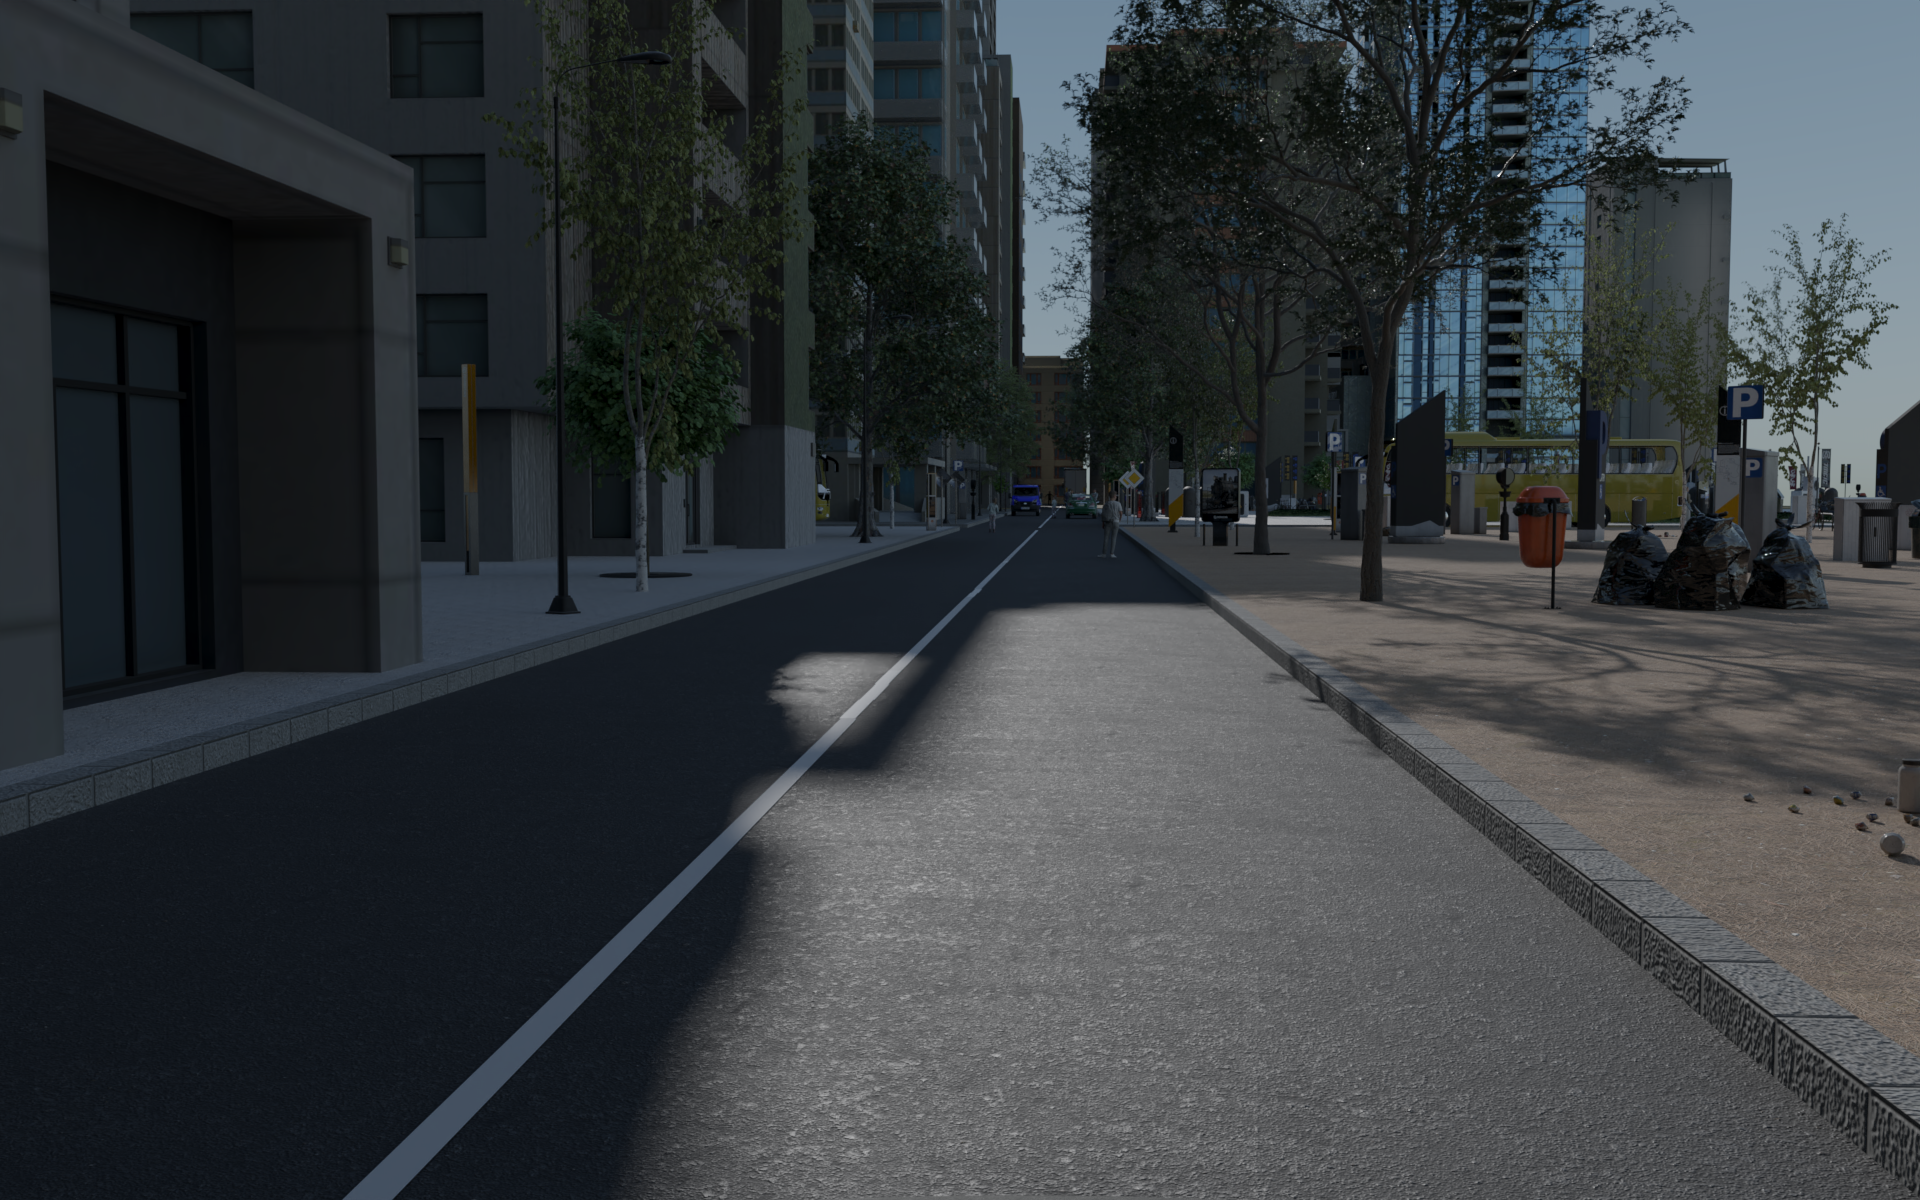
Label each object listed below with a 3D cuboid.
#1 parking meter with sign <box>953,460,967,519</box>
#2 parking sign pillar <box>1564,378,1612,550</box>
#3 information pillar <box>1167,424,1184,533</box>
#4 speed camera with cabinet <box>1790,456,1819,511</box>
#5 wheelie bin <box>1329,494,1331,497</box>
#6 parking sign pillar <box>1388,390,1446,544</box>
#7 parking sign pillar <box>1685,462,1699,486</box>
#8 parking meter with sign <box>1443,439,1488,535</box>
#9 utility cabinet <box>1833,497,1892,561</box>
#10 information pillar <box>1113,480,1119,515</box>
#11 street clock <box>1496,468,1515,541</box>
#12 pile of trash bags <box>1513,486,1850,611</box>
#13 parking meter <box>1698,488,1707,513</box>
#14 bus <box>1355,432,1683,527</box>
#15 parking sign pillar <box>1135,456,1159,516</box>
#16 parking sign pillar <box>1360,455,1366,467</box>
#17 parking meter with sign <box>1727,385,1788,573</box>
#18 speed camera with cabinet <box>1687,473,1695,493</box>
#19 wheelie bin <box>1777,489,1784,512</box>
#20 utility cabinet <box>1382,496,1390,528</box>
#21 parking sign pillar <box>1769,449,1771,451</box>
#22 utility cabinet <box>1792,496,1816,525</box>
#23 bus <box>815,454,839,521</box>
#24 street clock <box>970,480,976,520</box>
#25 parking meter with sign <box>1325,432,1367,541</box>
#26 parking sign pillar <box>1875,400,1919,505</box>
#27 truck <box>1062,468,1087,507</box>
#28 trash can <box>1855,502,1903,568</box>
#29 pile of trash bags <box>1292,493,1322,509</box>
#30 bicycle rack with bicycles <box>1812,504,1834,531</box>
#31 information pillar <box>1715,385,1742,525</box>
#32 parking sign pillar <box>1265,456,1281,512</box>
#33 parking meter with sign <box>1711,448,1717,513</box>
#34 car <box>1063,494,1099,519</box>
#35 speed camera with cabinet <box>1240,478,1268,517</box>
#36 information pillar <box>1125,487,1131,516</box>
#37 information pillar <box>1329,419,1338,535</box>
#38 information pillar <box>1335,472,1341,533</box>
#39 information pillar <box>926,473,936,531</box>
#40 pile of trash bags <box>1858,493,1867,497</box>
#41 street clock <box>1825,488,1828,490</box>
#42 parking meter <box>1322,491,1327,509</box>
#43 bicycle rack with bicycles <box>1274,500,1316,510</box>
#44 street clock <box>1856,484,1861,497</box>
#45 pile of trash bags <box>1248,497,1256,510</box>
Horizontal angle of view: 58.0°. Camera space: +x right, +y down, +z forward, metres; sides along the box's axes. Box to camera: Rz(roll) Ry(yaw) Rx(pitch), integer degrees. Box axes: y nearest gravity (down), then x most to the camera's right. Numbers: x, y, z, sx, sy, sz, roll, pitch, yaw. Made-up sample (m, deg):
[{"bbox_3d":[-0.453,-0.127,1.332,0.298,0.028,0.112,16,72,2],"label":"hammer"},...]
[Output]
[{"bbox_3d":[0.041,-5.662,88.827,0.543,3.016,1.738,-1,4,-10],"label":"parking meter with sign"},{"bbox_3d":[14.847,-3.192,40.655,1.447,3.967,1.447,2,4,29],"label":"parking sign pillar"},{"bbox_3d":[7.183,-4.058,57.696,0.504,3.616,0.183,1,4,11],"label":"information pillar"},{"bbox_3d":[43.630,-5.814,89.394,2.038,3.252,0.660,-3,5,-40],"label":"speed camera with cabinet"},{"bbox_3d":[22.344,-5.788,102.534,0.980,1.594,0.693,2,4,28],"label":"wheelie bin"},{"bbox_3d":[11.857,-3.450,44.877,1.447,3.967,1.447,0,4,-8],"label":"parking sign pillar"},{"bbox_3d":[60.070,-9.417,142.438,1.447,3.967,1.447,-2,4,-26],"label":"parking sign pillar"},{"bbox_3d":[16.035,-3.600,55.122,1.738,3.016,0.543,-2,4,-30],"label":"parking meter with sign"},{"bbox_3d":[17.405,-1.361,33.414,1.020,1.237,0.306,-1,4,-9],"label":"utility cabinet"},{"bbox_3d":[8.119,-5.225,89.916,0.304,2.012,0.304,0,4,8],"label":"information pillar"},{"bbox_3d":[15.060,-2.648,47.871,0.471,2.002,0.358,-1,4,-19],"label":"street clock"},{"bbox_3d":[7.950,-0.613,19.783,3.447,1.369,1.912,-1,4,-11],"label":"pile of trash bags"},{"bbox_3d":[33.578,-4.276,78.331,0.372,1.533,0.369,0,3,0],"label":"parking meter"},{"bbox_3d":[22.166,-4.738,69.016,12.252,3.916,2.896,0,4,4],"label":"bus"},{"bbox_3d":[11.069,-6.986,102.699,1.447,3.967,1.447,3,4,38],"label":"parking sign pillar"},{"bbox_3d":[27.534,-7.976,118.874,1.447,3.967,1.447,0,4,2],"label":"parking sign pillar"},{"bbox_3d":[13.151,-1.969,28.454,0.543,3.016,1.738,3,5,42],"label":"parking meter with sign"},{"bbox_3d":[58.997,-8.808,138.339,2.038,3.252,0.660,0,4,8],"label":"speed camera with cabinet"},{"bbox_3d":[47.396,-5.666,100.550,0.693,1.594,0.980,3,5,41],"label":"wheelie bin"},{"bbox_3d":[15.263,-3.053,61.074,1.020,1.237,0.306,-3,4,-39],"label":"utility cabinet"},{"bbox_3d":[47.612,-7.011,103.107,1.447,3.967,1.447,-2,4,-24],"label":"parking sign pillar"},{"bbox_3d":[35.489,-3.774,72.870,1.020,1.237,0.306,-1,4,-23],"label":"utility cabinet"},{"bbox_3d":[-11.289,-4.901,71.672,12.252,3.916,2.896,0,4,5],"label":"bus"},{"bbox_3d":[0.661,-5.016,86.584,0.358,2.002,0.471,0,4,7],"label":"street clock"},{"bbox_3d":[10.963,-3.176,48.185,0.543,3.016,1.738,-2,4,-31],"label":"parking meter with sign"},{"bbox_3d":[26.216,-3.659,48.303,1.447,3.967,1.447,-1,4,-18],"label":"parking sign pillar"},{"bbox_3d":[12.871,-12.539,193.926,2.839,4.237,11.283,0,4,3],"label":"truck"},{"bbox_3d":[15.971,-1.130,30.134,0.748,1.137,0.748,0,3,0],"label":"trash can"},{"bbox_3d":[27.643,-7.808,137.406,1.912,1.369,3.447,-2,4,-33],"label":"pile of trash bags"},{"bbox_3d":[30.929,-2.853,60.036,2.852,0.926,2.925,1,4,17],"label":"bicycle rack with bicycles"},{"bbox_3d":[16.411,-2.793,37.028,0.504,3.616,0.183,2,4,26],"label":"information pillar"},{"bbox_3d":[22.207,-8.255,123.443,1.447,3.967,1.447,-1,4,-14],"label":"parking sign pillar"},{"bbox_3d":[28.367,-4.186,64.706,0.543,3.016,1.738,1,4,21],"label":"parking meter with sign"},{"bbox_3d":[7.143,-5.516,101.982,2.131,1.459,4.920,0,4,4],"label":"car"},{"bbox_3d":[15.989,-6.203,95.760,2.038,3.252,0.660,1,4,11],"label":"speed camera with cabinet"},{"bbox_3d":[9.818,-5.912,101.146,0.304,2.012,0.304,-1,4,-11],"label":"information pillar"},{"bbox_3d":[11.645,-3.829,53.964,0.183,3.616,0.504,0,4,1],"label":"information pillar"},{"bbox_3d":[12.699,-3.258,57.756,0.304,2.012,0.304,1,4,18],"label":"information pillar"},{"bbox_3d":[-1.009,-3.435,60.649,0.304,2.012,0.304,-1,4,-16],"label":"information pillar"},{"bbox_3d":[47.503,-5.036,92.088,3.447,1.369,1.912,1,4,12],"label":"pile of trash bags"},{"bbox_3d":[62.708,-7.384,125.300,0.358,2.002,0.471,1,4,14],"label":"street clock"},{"bbox_3d":[27.680,-7.537,131.641,0.372,1.533,0.369,0,3,0],"label":"parking meter"},{"bbox_3d":[19.828,-5.516,103.575,2.852,0.926,2.925,3,5,45],"label":"bicycle rack with bicycles"},{"bbox_3d":[65.614,-7.460,126.546,0.358,2.002,0.471,1,4,12],"label":"street clock"},{"bbox_3d":[22.844,-7.878,138.563,1.912,1.369,3.447,1,4,10],"label":"pile of trash bags"}]
